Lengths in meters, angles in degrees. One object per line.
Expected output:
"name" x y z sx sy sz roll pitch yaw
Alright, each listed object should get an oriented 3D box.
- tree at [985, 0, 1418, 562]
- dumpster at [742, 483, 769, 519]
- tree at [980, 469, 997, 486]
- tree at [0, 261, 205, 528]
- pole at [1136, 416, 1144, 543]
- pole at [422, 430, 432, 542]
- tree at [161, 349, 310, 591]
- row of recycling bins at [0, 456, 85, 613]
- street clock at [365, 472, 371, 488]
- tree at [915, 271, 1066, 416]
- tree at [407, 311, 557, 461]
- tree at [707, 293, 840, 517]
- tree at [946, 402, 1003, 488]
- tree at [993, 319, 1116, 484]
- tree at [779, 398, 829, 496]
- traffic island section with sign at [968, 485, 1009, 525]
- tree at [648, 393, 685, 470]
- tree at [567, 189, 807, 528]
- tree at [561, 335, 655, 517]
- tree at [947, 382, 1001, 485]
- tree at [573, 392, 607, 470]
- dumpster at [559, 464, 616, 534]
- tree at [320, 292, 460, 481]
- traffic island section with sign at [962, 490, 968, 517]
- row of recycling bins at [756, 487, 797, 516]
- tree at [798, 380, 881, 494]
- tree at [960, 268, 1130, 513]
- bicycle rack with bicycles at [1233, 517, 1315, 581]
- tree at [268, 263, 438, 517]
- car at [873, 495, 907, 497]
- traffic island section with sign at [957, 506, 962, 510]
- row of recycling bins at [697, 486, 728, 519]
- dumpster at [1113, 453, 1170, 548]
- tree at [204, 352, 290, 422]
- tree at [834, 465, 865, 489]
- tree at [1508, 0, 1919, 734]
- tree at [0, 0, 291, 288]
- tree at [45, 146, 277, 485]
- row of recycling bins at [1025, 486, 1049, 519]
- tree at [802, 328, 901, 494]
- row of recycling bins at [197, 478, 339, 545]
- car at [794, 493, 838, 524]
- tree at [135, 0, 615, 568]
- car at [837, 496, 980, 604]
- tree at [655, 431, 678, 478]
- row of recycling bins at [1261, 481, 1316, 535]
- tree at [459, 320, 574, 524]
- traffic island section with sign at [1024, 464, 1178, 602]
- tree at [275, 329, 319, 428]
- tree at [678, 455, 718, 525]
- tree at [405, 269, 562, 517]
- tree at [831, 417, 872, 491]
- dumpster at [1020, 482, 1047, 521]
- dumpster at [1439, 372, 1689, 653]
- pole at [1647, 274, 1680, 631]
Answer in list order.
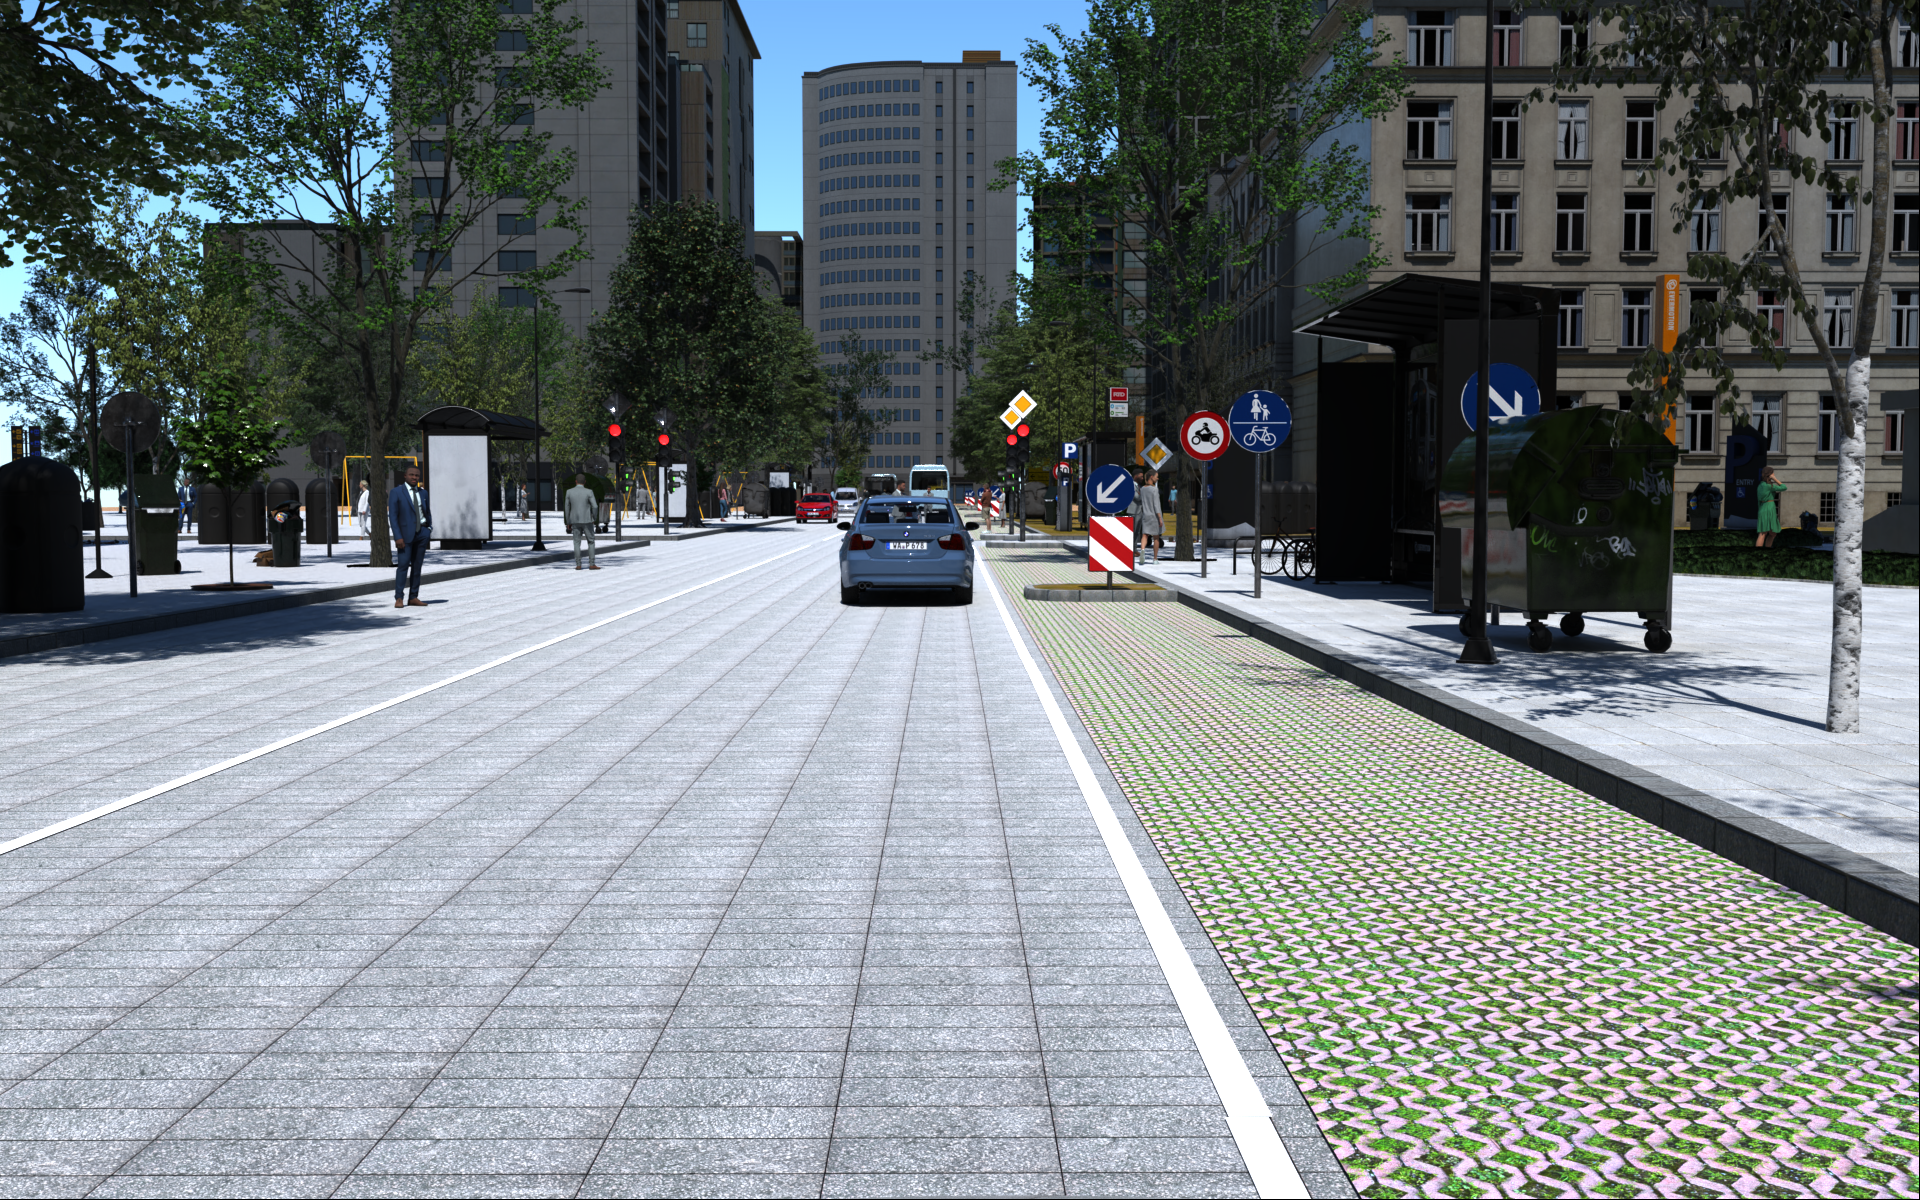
"tree" 4.444 -6.558 32.971 9.928 11.665 9.643 0 3 0
"dumpster" -10.673 -5.178 90.423 1.264 1.857 1.865 0 4 -1
"tree" 3.235 -15.682 206.766 4.360 8.622 3.978 0 3 0
"tree" -32.939 -8.045 65.946 8.767 10.594 7.601 -3 4 -36
"pole" 4.716 -3.156 45.442 0.158 3.312 0.155 0 3 0
"pole" -14.375 -3.234 46.719 0.158 3.312 0.155 0 3 0
"tree" -9.954 -1.760 23.381 1.663 3.219 1.824 0 3 0
"row of recycling bins" -10.889 -0.658 17.865 1.069 1.692 3.534 3 4 38
"street clock" -18.950 -3.146 56.002 0.471 2.002 0.358 -2 4 -27
"tree" 3.032 -17.872 148.102 12.611 20.169 13.585 0 3 0
"tree" -31.735 -12.454 113.993 12.009 13.543 11.850 0 3 0
"tree" -10.568 -11.018 98.266 7.486 12.596 7.792 0 3 0
"tree" 2.720 -14.176 166.182 8.767 10.594 7.601 1 4 8
"tree" 4.332 -7.446 72.112 4.737 8.622 4.395 0 3 0
"tree" -10.796 -10.225 117.541 4.360 8.622 3.978 0 3 0
"traffic island section with sign" 1.472 -4.339 79.566 1.989 1.847 2.006 0 4 0
"tree" -18.929 -9.873 111.791 4.360 8.622 3.978 0 3 0
"tree" -10.290 -9.081 65.483 9.611 12.733 9.660 0 3 0
"tree" -17.061 -7.905 79.616 4.737 8.622 4.395 0 3 0
"tree" 3.349 -17.579 194.070 9.857 13.997 8.962 0 3 0
"tree" -22.648 -9.357 103.357 4.360 8.622 3.978 0 3 0
"dumpster" -12.138 -3.298 56.418 1.502 2.255 1.985 0 4 0
"tree" -21.592 -6.960 64.160 4.360 8.622 3.978 0 3 0
"traffic island section with sign" 1.263 -6.000 106.721 1.989 1.847 2.006 0 4 0
"row of recycling bins" -10.729 -5.792 101.815 1.069 1.692 3.534 2 4 28
"tree" -10.700 -12.738 142.682 8.767 10.594 7.601 0 4 -1
"tree" 4.743 -10.344 87.244 7.486 12.596 7.792 0 3 0
"bicycle rack with bicycles" 5.702 -0.829 26.934 2.925 0.926 2.852 -1 4 -21
"tree" -34.069 -11.674 97.531 9.857 13.997 8.962 0 3 0
"car" -2.180 -2.695 56.063 2.014 1.417 4.499 0 4 1
"traffic island section with sign" 0.900 -9.045 156.518 1.989 1.847 2.006 0 4 0
"row of recycling bins" -13.142 -5.202 92.163 1.069 1.692 3.534 1 4 10
"dumpster" 4.205 -2.402 41.773 1.502 2.255 1.985 0 4 0
"tree" -35.201 -8.260 85.408 4.360 8.622 3.978 0 3 0
"tree" -11.762 -12.227 183.624 4.285 4.588 4.351 0 3 0
"tree" 4.600 -3.602 9.260 4.360 8.622 3.978 0 3 0
"tree" -9.114 -5.814 13.184 7.486 12.596 7.792 0 3 0
"tree" -16.881 -5.259 36.341 4.737 8.622 4.395 0 3 0
"row of recycling bins" 4.492 -5.088 90.305 1.069 1.692 3.534 -3 5 -39
"tree" -12.896 -21.090 200.713 12.611 20.169 13.585 0 3 0
"row of recycling bins" -17.746 -2.281 44.405 3.534 1.692 1.069 0 4 -3
"car" -7.064 -4.687 85.667 2.155 1.783 4.494 0 4 1
"tree" -10.114 -6.393 30.288 9.928 11.665 9.643 0 3 0
"car" -0.720 -0.730 23.938 2.014 1.417 4.499 0 4 -1
"tree" -17.973 -8.997 97.468 4.737 8.622 4.395 0 3 0
"row of recycling bins" 10.436 -2.956 55.436 1.069 1.692 3.534 3 5 41
"tree" -19.382 -7.486 72.758 4.360 8.622 3.978 0 3 0
"traffic island section with sign" 1.889 -0.926 23.775 1.989 1.847 2.006 0 4 0
"tree" -24.431 -6.647 59.049 4.737 8.622 4.395 0 3 0
"tree" -10.907 -4.794 72.978 1.663 3.219 1.824 0 3 0
"tree" -16.376 -6.554 57.522 4.737 8.622 4.395 0 3 0
"tree" -10.698 -13.174 165.761 4.737 8.622 4.395 0 3 0
"dumpster" 3.462 -4.567 80.427 1.264 1.857 1.865 0 4 -1
"dumpster" 5.080 -0.746 14.693 1.502 2.255 1.985 0 4 -1
"pole" 6.592 -1.369 16.229 0.158 3.312 0.155 0 3 0
